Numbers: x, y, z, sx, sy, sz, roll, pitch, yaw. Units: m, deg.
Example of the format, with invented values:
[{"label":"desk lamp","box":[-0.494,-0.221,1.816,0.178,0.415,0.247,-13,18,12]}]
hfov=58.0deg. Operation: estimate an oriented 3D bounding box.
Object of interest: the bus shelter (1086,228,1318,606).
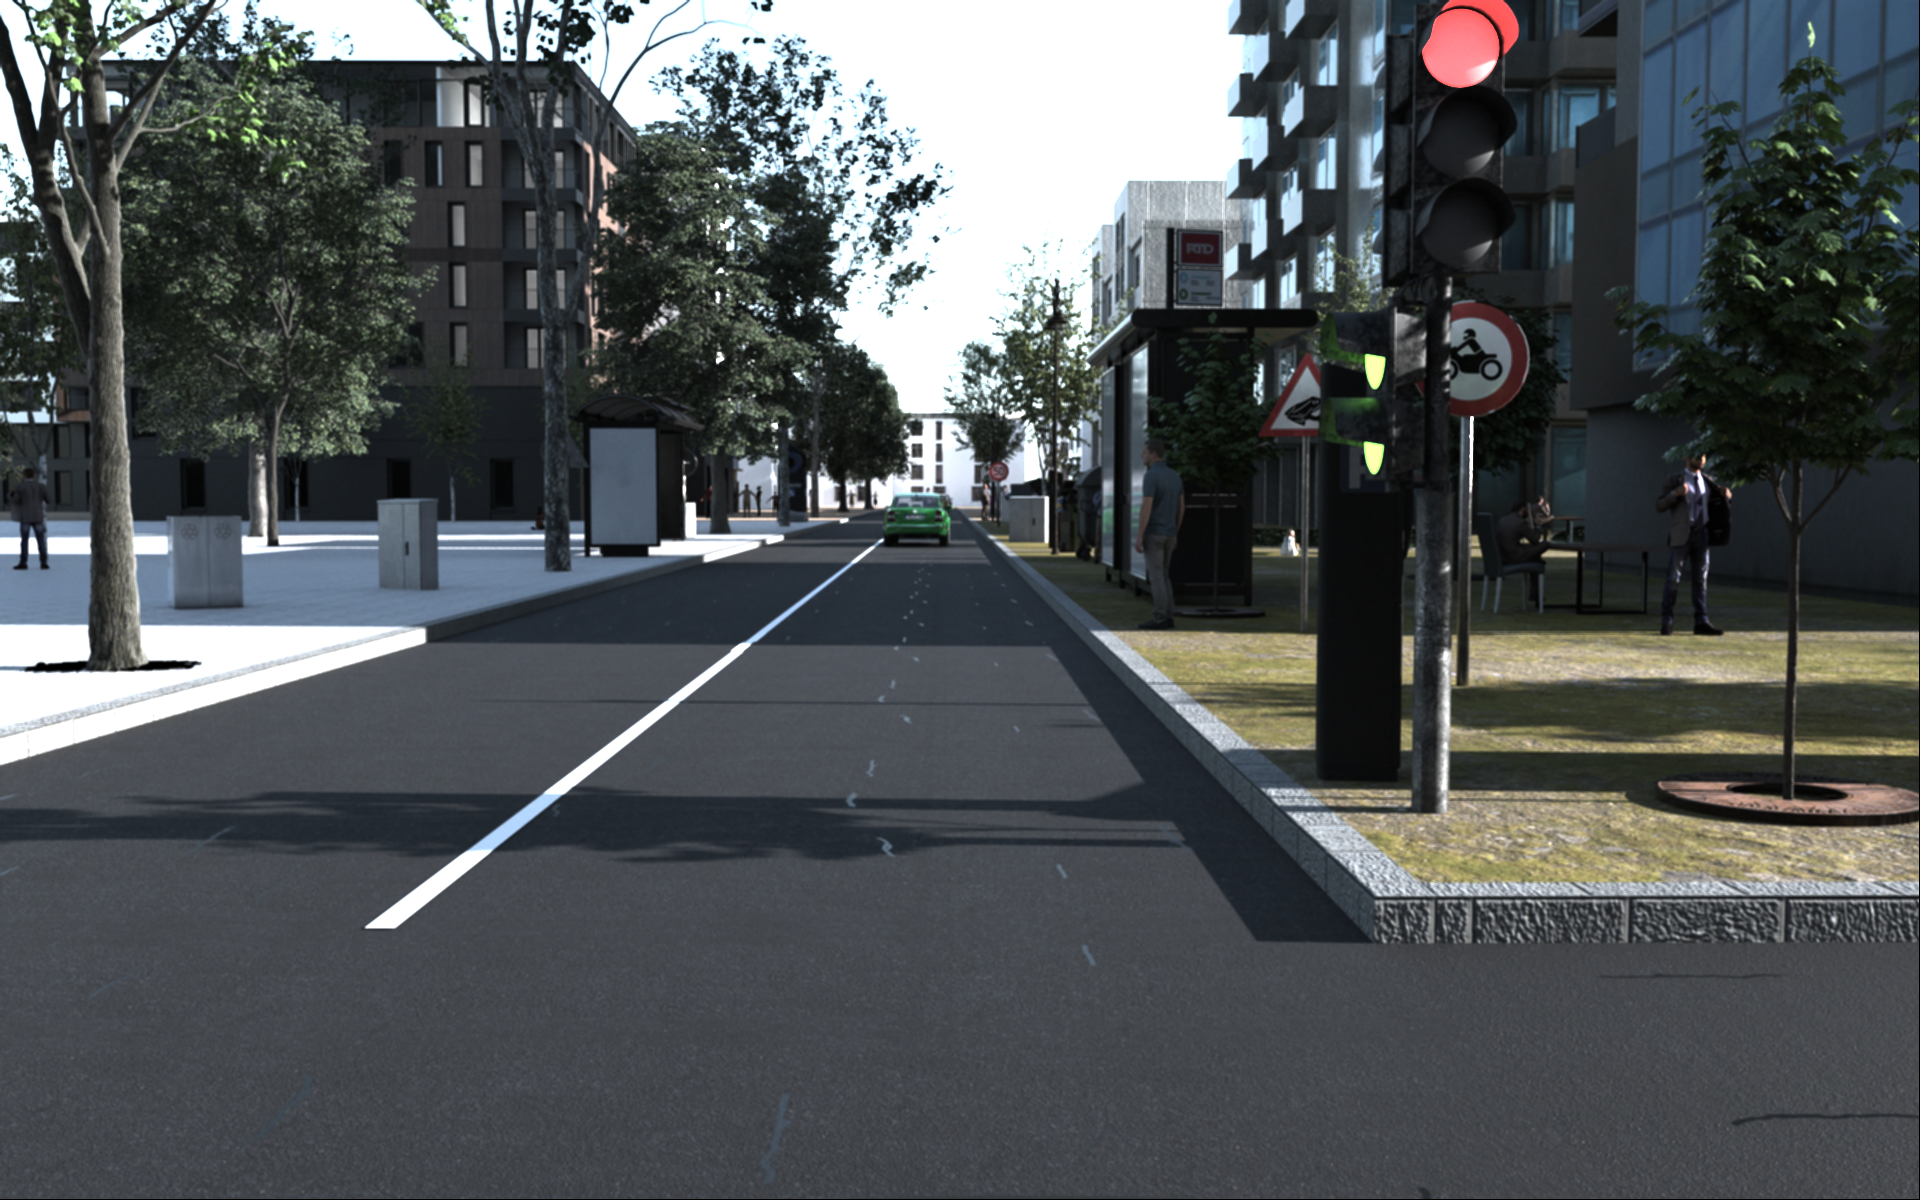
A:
[{"label":"bus shelter","box":[2.957,-2.829,23.890,2.179,5.291,8.768,0,4,-1]}]

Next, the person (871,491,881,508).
[{"label":"person","box":[-7.893,-9.284,161.083,1.217,1.735,0.721,2,4,28]}]

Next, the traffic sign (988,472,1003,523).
[{"label":"traffic sign","box":[1.646,-4.719,77.266,0.768,2.556,0.104,0,4,4]}]

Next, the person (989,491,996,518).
[{"label":"person","box":[1.742,-5.173,93.850,0.991,1.433,0.599,0,4,4]}]

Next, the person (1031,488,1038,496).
[{"label":"person","box":[3.117,-4.006,73.747,0.614,1.554,0.590,2,4,29]}]

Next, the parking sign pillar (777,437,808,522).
[{"label":"parking sign pillar","box":[-7.730,-5.587,79.826,1.447,3.967,1.447,1,4,10]}]

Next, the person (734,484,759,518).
[{"label":"person","box":[-11.547,-5.365,93.759,1.348,1.824,0.705,0,4,3]}]

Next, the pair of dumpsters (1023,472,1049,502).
[{"label":"pair of dumpsters","box":[3.576,-4.725,79.749,1.574,2.255,4.437,0,4,-1]}]

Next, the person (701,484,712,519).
[{"label":"person","box":[-12.960,-5.124,89.786,1.348,1.831,0.705,2,4,34]}]

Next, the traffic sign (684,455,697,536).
[{"label":"traffic sign","box":[-7.860,-3.005,49.244,0.768,2.556,0.104,0,4,1]}]

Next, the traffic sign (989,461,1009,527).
[{"label":"traffic sign","box":[1.522,-4.136,67.723,0.768,2.556,0.104,0,4,4]}]

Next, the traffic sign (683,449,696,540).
[{"label":"traffic sign","box":[-7.813,-2.977,48.784,0.768,2.556,0.104,0,4,1]}]

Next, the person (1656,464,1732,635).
[{"label":"person","box":[6.655,-0.540,15.699,0.655,1.722,0.431,0,4,-6]}]

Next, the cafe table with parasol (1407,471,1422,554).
[{"label":"cafe table with parasol","box":[9.285,-1.970,37.072,2.610,1.966,2.610,-1,4,-16]}]

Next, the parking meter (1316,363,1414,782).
[{"label":"parking meter","box":[1.821,-0.128,7.802,0.399,1.863,0.255,0,4,7]}]

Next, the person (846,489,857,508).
[{"label":"person","box":[-9.911,-9.261,158.197,1.217,1.736,0.721,2,4,29]}]

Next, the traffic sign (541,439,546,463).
[{"label":"traffic sign","box":[-8.475,-2.228,36.536,0.768,2.556,0.104,0,4,5]}]

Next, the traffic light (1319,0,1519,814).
[{"label":"traffic light","box":[1.887,-1.100,6.906,0.839,4.253,0.868,0,4,-1]}]

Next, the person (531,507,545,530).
[{"label":"person","box":[-14.994,-2.929,62.212,0.859,0.850,0.655,-3,5,-44]}]

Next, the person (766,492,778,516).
[{"label":"person","box":[-10.666,-5.549,100.023,1.065,1.426,0.557,0,4,-8]}]

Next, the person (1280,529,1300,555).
[{"label":"person","box":[6.887,-1.201,36.152,0.381,0.543,0.357,1,4,21]}]

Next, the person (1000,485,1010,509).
[{"label":"person","box":[2.204,-4.750,84.382,0.551,1.740,0.621,0,4,1]}]

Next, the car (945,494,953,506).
[{"label":"car","box":[-1.629,-8.832,154.185,2.009,1.686,4.222,0,4,-3]}]

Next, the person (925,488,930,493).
[{"label":"person","box":[-1.811,-5.026,91.131,0.683,1.767,0.568,-1,4,-19]}]

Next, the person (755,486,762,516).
[{"label":"person","box":[-11.871,-5.803,101.445,0.721,1.766,1.217,-1,4,-15]}]

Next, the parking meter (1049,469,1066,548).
[{"label":"parking meter","box":[2.321,-2.162,41.057,0.399,1.863,0.255,1,4,18]}]

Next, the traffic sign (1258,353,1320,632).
[{"label":"traffic sign","box":[3.200,-0.982,16.055,0.884,2.594,0.081,0,4,4]}]

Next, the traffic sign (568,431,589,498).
[{"label":"traffic sign","box":[-7.880,-2.124,34.726,0.884,2.594,0.081,0,4,1]}]

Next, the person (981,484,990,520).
[{"label":"person","box":[1.290,-4.784,84.818,0.434,1.755,0.990,2,4,27]}]

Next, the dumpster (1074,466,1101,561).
[{"label":"dumpster","box":[2.915,-1.715,33.793,1.264,1.857,1.865,0,4,-1]}]

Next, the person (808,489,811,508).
[{"label":"person","box":[-13.710,-9.325,159.180,0.551,1.740,0.621,2,4,30]}]

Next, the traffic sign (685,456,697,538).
[{"label":"traffic sign","box":[-7.954,-3.049,49.950,0.768,2.556,0.104,0,4,2]}]

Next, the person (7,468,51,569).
[{"label":"person","box":[-15.868,-1.387,29.543,0.655,1.722,0.431,-3,5,-39]}]

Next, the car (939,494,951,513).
[{"label":"car","box":[-1.691,-7.529,133.328,2.015,1.641,3.980,0,4,-1]}]

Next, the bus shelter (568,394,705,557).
[{"label":"bus shelter","box":[-6.934,-2.681,37.757,2.014,3.302,5.546,0,4,-1]}]

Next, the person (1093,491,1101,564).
[{"label":"person","box":[2.693,-1.455,31.896,0.516,1.574,0.319,0,4,-1]}]

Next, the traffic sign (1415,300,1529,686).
[{"label":"traffic sign","box":[3.362,-0.698,11.514,0.768,2.556,0.104,0,4,6]}]

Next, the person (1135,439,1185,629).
[{"label":"person","box":[1.879,-0.634,16.538,0.598,1.807,0.434,-3,4,-37]}]

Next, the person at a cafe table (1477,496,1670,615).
[{"label":"person at a cafe table","box":[6.543,-0.494,18.933,1.726,1.238,1.698,0,4,-5]}]

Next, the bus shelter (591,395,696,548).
[{"label":"bus shelter","box":[-8.035,-3.244,44.319,1.731,3.624,6.357,0,4,0]}]

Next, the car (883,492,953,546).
[{"label":"car","box":[-1.189,-2.463,49.074,1.959,1.807,4.718,0,4,1]}]
